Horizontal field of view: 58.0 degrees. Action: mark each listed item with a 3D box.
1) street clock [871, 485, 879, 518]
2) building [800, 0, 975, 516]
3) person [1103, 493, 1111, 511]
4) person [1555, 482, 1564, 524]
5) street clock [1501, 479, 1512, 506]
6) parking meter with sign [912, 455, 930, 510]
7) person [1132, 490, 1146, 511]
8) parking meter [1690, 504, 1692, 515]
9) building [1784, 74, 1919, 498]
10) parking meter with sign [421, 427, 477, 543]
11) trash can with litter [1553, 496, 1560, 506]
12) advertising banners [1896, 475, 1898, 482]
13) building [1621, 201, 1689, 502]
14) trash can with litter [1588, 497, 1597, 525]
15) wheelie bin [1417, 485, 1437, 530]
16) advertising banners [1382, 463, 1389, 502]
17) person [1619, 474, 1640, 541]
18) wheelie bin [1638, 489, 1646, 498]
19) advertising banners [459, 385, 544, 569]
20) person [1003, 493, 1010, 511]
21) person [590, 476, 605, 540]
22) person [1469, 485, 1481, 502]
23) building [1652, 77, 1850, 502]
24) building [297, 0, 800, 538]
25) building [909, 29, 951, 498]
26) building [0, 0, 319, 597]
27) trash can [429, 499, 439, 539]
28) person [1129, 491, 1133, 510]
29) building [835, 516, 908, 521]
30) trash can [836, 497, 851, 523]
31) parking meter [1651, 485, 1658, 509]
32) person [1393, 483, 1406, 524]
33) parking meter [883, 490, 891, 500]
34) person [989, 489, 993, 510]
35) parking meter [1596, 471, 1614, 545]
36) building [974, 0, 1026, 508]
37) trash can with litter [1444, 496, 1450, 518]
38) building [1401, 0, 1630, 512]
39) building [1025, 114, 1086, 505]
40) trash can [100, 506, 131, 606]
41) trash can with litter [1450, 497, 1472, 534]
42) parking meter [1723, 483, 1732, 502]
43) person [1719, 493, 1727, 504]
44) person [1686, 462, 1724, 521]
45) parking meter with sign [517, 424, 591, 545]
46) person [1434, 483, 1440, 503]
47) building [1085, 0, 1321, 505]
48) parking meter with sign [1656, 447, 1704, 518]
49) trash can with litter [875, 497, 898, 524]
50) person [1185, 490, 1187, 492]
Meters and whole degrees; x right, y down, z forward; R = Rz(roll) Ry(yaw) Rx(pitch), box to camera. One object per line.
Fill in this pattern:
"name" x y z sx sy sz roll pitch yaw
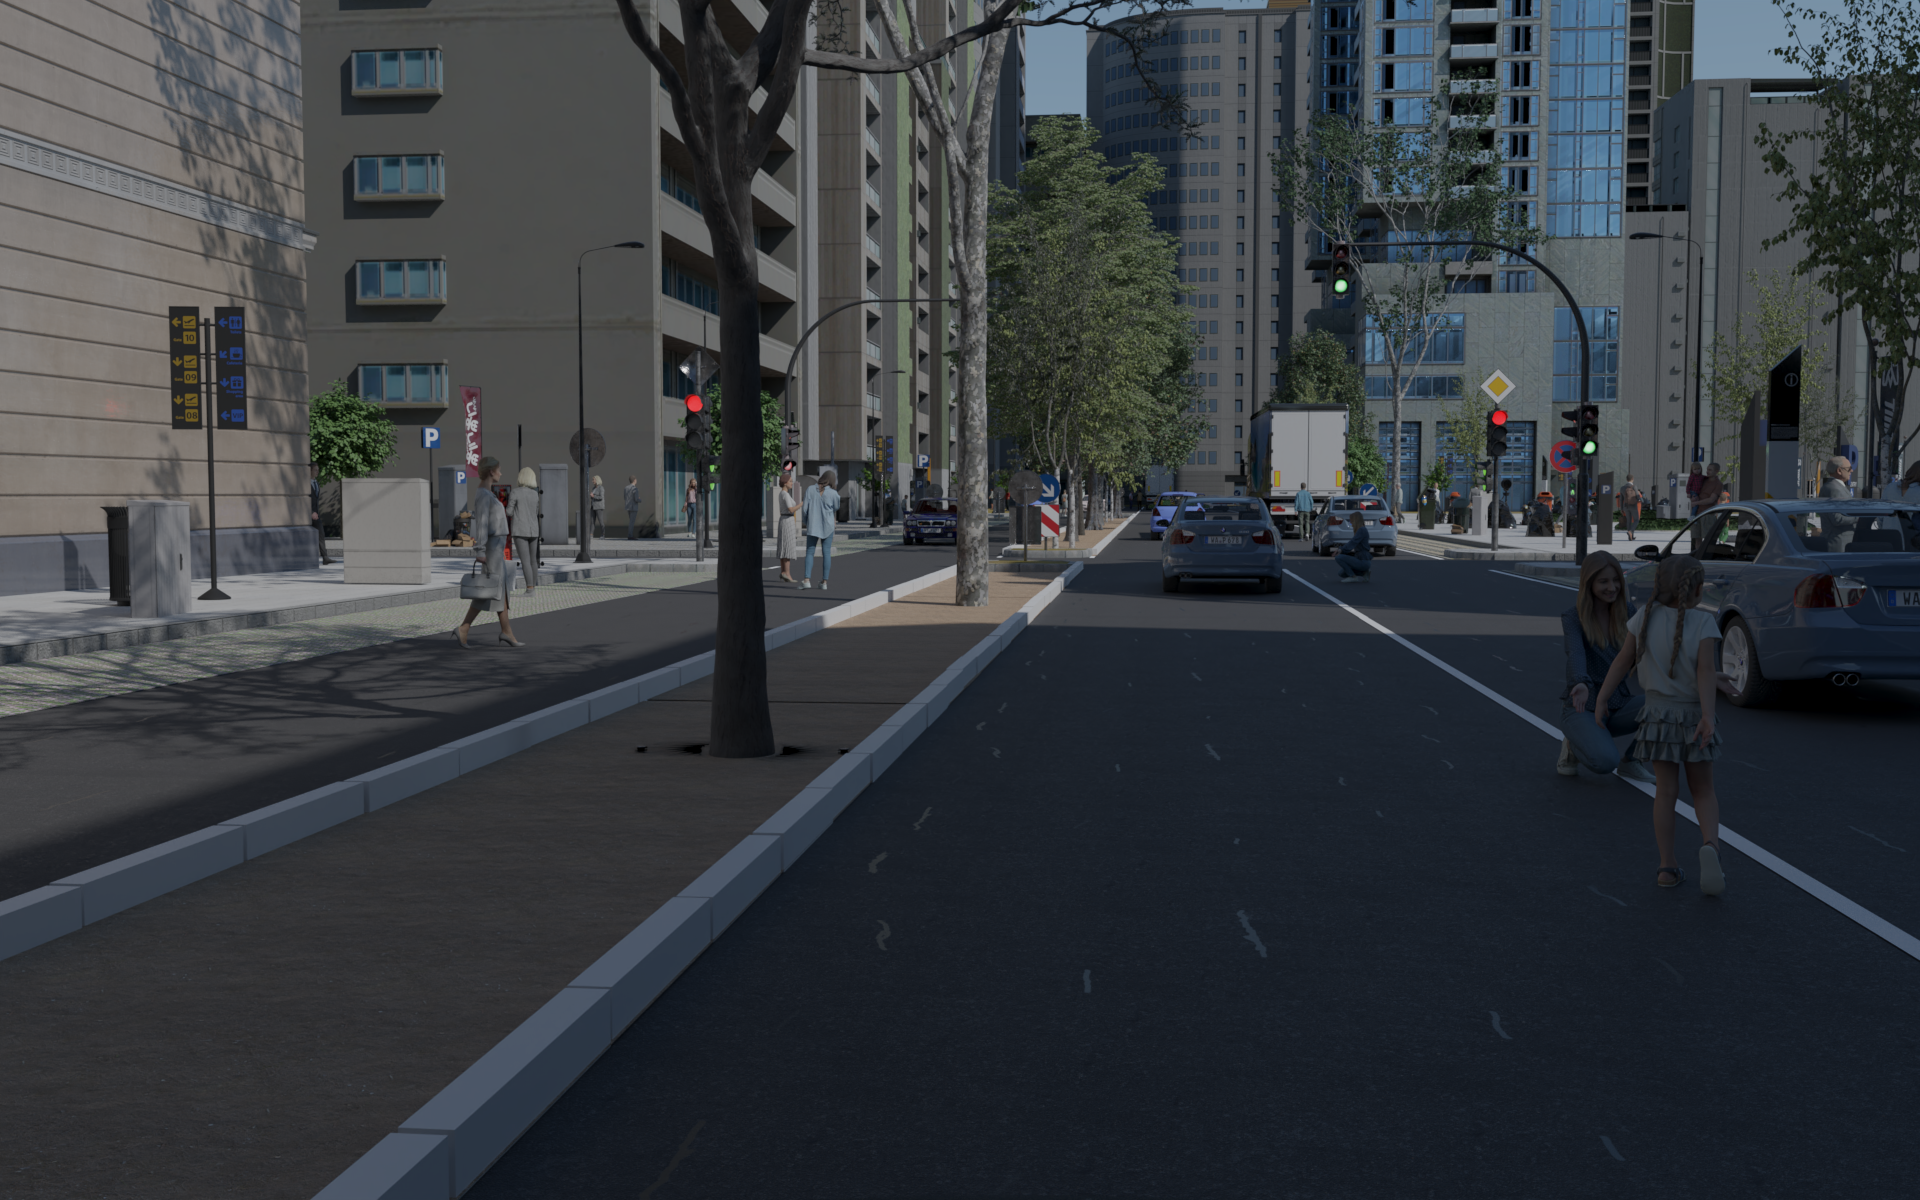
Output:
"street clock" -3.711 -4.404 76.570 0.358 2.002 0.471 3 5 40
"building" -6.621 -26.915 123.656 14.154 41.232 14.086 0 4 6
"person" 12.702 -8.692 150.616 1.348 1.824 0.705 1 4 18
"person" 21.747 -3.457 62.425 0.748 1.841 0.638 1 4 9
"street clock" 26.778 -4.915 84.932 0.471 2.002 0.358 -1 4 -14
"parking meter with sign" -1.740 -4.869 75.871 0.543 3.016 1.738 1 4 9
"person" 15.457 -8.595 149.124 1.348 1.812 0.705 -1 4 -17
"parking meter" 34.436 -4.667 82.021 0.399 1.863 0.255 1 4 9
"building" 92.096 -29.857 171.751 14.086 41.232 14.154 0 4 6
"parking meter with sign" -13.144 -2.971 44.834 1.738 3.016 0.543 2 4 34
"trash can with litter" 37.627 -6.024 109.885 1.055 1.170 0.624 -1 4 -21
"advertising banners" 57.803 -6.876 108.612 2.074 3.025 0.090 2 4 31
"building" 64.070 -24.669 175.037 14.107 30.474 14.160 0 4 6
"trash can with litter" 26.241 -3.699 71.858 0.624 1.170 1.055 1 4 8
"wheelie bin" 16.910 -3.352 62.710 0.693 1.594 0.980 1 4 9
"advertising banners" 24.001 -6.207 97.679 0.090 3.025 2.074 0 4 6
"person" 18.343 -2.534 47.443 0.622 1.834 0.822 3 5 44
"wheelie bin" 42.158 -6.092 107.517 0.693 1.594 0.980 2 4 30
"advertising banners" -7.622 -1.997 28.845 0.090 3.025 2.074 2 4 24
"person" 3.559 -7.626 130.664 0.705 1.831 1.348 -1 4 -14
"person" -10.242 -2.600 48.741 0.526 1.800 0.537 -3 5 -40
"person" 25.469 -4.865 85.763 0.592 1.802 0.473 2 4 25
"building" 78.125 -29.967 173.549 14.086 41.232 14.154 0 4 6
"building" -18.211 -26.706 60.339 21.300 48.544 21.600 0 4 6
"building" -8.359 -20.565 107.931 14.160 30.474 14.107 0 4 6
"building" -21.401 -14.556 23.897 20.117 28.700 13.634 0 4 6
"trash can" -14.894 -2.297 49.206 0.748 1.137 0.748 0 3 0
"person" 15.907 -9.241 160.522 0.436 1.711 0.756 1 4 17
"building" -10.297 -24.589 85.625 14.154 41.232 14.086 0 4 6
"trash can" -5.299 -4.070 78.190 0.748 1.137 0.748 0 3 0
"parking meter" 44.519 -6.441 111.013 0.255 1.863 0.399 -1 4 -23
"person" 19.168 -4.222 75.555 0.515 1.767 0.782 0 4 5
"parking meter" -3.398 -4.428 80.801 0.372 1.533 0.369 0 3 0
"person" 2.537 -8.266 141.972 0.721 1.735 1.217 1 4 10
"parking meter" 16.305 -2.331 43.825 0.399 1.863 0.255 1 4 13
"building" -7.580 -38.942 178.706 28.212 58.520 21.231 0 4 6
"trash can with litter" 26.269 -5.087 94.223 2.233 1.210 1.678 1 4 14
"building" 39.916 -50.384 136.447 22.319 86.520 31.000 0 4 6
"building" 4.635 -36.009 212.453 21.600 48.544 21.300 0 4 6
"trash can" -9.494 -0.510 19.991 0.748 1.137 0.748 0 3 0
"trash can with litter" 16.101 -2.704 55.594 0.624 1.170 1.055 2 4 26
"parking meter" 40.078 -5.186 90.509 0.255 1.863 0.399 -1 4 -11
"person" 17.357 -1.782 39.432 0.306 1.304 0.590 2 4 35
"person" 12.576 -1.426 29.340 0.580 1.828 0.573 1 4 10
"parking meter with sign" -10.203 -2.892 43.543 1.738 3.016 0.543 -1 4 -16
"person" 21.417 -4.399 78.184 0.478 1.798 0.641 0 4 -3
"building" 29.407 -40.830 209.561 28.212 58.520 21.231 0 4 6
"parking meter with sign" 26.692 -4.159 64.261 1.738 3.016 0.543 -1 4 -20
"trash can with litter" -3.189 -3.785 73.276 0.624 1.170 1.055 3 5 43
"person" 20.489 -9.083 157.098 1.348 1.812 0.705 3 4 36
